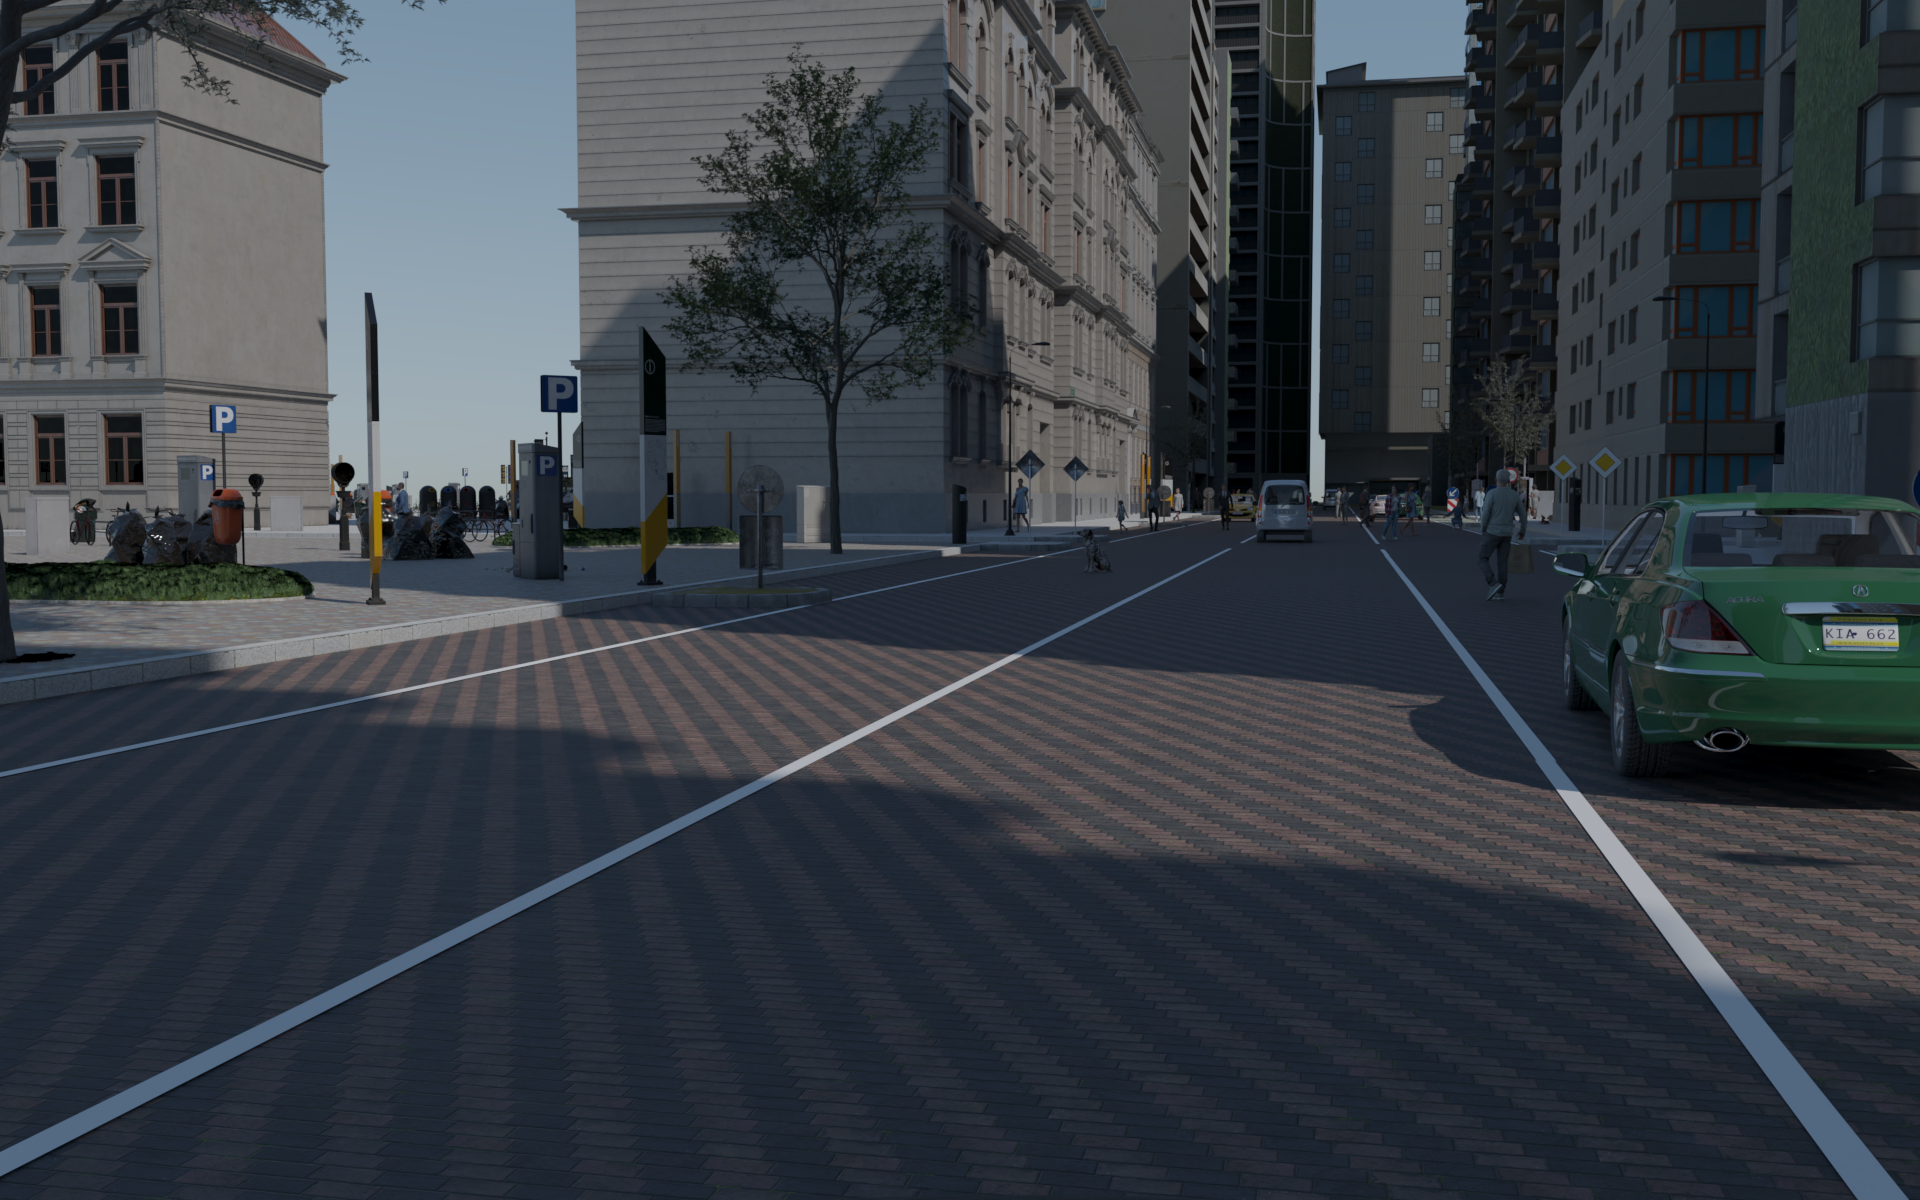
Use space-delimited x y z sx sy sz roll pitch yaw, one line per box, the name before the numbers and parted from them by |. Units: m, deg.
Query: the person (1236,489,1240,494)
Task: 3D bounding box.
person | 30.098 -11.077 187.239 0.705 1.812 1.348 -1 4 -15

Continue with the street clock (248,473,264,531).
street clock | -24.705 -3.441 60.830 0.471 2.002 0.358 0 4 -3

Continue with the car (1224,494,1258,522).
car | 14.709 -4.921 90.676 2.015 1.641 3.980 1 4 14

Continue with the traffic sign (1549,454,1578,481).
traffic sign | 17.376 -2.916 49.864 0.795 2.593 0.064 1 4 12

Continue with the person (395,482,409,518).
person | -17.499 -2.791 54.323 0.419 1.800 0.721 -1 4 -14

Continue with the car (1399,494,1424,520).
car | 24.931 -5.194 96.721 2.131 1.459 4.920 1 4 14

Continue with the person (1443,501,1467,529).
person | 20.469 -3.522 71.583 1.012 1.151 0.738 1 4 13

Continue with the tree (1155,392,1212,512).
tree | 16.393 -10.673 124.867 4.360 8.622 3.978 0 3 0

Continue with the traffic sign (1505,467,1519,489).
traffic sign | 26.388 -5.076 83.097 0.768 2.556 0.104 1 4 16

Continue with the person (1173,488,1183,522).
person | 10.794 -4.701 86.108 0.466 1.731 0.760 -2 4 -33

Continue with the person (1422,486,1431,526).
person | 20.951 -4.235 77.927 0.537 1.800 0.526 -2 4 -35

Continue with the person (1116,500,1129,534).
person | 5.865 -3.016 62.825 0.382 1.210 0.505 3 5 41

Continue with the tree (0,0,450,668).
tree | -7.596 -6.271 12.905 12.009 13.543 11.850 0 3 0

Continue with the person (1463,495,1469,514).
person | 32.559 -6.128 111.251 0.382 1.210 0.505 -2 4 -27

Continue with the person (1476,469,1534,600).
person | 7.425 -0.888 23.511 0.782 1.767 0.515 -1 4 -15

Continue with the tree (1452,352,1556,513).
tree | 28.733 -8.555 90.230 4.360 8.622 3.978 0 3 0

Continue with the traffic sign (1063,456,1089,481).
traffic sign | 3.514 -3.102 52.908 0.795 2.593 0.064 1 4 12

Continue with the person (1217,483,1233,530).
person | 10.527 -3.698 68.742 0.659 1.850 0.755 0 4 7

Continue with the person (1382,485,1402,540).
person | 13.516 -2.740 54.136 0.563 1.720 0.643 -1 4 -15

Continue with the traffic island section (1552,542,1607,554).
traffic island section | 15.693 -1.215 42.141 2.009 0.180 2.903 1 4 12

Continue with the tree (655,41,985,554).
tree | -2.954 -6.260 36.759 7.601 10.594 8.767 -2 4 -35

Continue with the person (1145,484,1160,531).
person | 7.419 -3.540 66.564 0.592 1.802 0.473 1 4 15

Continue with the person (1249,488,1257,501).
person | 19.234 -6.458 114.053 0.622 1.834 0.822 -3 5 -40

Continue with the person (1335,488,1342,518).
person | 22.520 -5.766 102.959 0.511 1.800 0.466 -1 4 -11

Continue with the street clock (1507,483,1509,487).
street clock | 30.146 -5.553 95.365 0.358 2.002 0.471 0 4 3

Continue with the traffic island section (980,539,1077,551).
traffic island section | 1.781 -1.401 45.179 2.009 0.180 2.903 1 4 12

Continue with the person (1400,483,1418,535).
person | 15.490 -3.130 59.772 0.616 1.811 0.778 -3 5 -42

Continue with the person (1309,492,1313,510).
person | 14.392 -3.710 71.759 0.503 1.515 0.523 1 4 23

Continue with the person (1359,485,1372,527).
person | 17.493 -4.059 74.823 0.822 1.834 0.622 -2 4 -26

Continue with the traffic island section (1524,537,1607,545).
traffic island section | 17.401 -1.692 49.942 2.009 0.180 2.903 1 4 12

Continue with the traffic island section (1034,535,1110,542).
traffic island section | 3.489 -1.878 52.980 2.009 0.180 2.903 1 4 12

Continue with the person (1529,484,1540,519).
person | 29.625 -5.077 89.407 0.716 1.782 0.532 -2 4 -34

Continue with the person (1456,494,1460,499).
person | 34.216 -6.664 119.285 0.394 1.301 0.425 1 4 18

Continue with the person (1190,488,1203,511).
person | 17.853 -7.591 130.706 0.990 1.755 0.434 1 4 19

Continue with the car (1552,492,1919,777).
car | 4.579 0.112 9.970 2.131 1.459 4.920 1 4 14

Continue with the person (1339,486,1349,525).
person | 17.911 -4.413 80.929 0.520 1.790 0.573 2 4 35

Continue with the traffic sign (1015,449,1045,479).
traffic sign | 1.806 -2.625 45.107 0.795 2.593 0.064 1 4 12

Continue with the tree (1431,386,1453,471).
tree | 33.603 -10.087 115.287 4.360 8.622 3.978 0 3 0

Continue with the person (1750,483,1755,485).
person | 23.399 -2.648 51.151 0.589 1.601 0.330 3 4 39

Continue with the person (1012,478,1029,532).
person | 2.029 -3.158 57.769 0.616 1.811 0.778 3 4 39

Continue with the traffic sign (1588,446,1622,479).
traffic sign | 15.669 -2.439 42.063 0.795 2.593 0.064 1 4 12

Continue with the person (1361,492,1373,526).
person | 18.194 -4.057 77.426 0.523 1.515 0.503 1 4 15

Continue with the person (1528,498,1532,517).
person | 31.601 -5.462 96.098 0.466 1.731 0.760 0 4 -2

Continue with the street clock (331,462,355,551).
street clock | -13.980 -2.123 39.287 0.471 2.002 0.358 -3 4 -38

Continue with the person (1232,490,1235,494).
person | 29.155 -10.836 183.931 0.721 1.743 1.217 0 4 8

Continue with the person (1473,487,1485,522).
person | 26.358 -4.845 87.976 0.793 1.790 0.793 -3 5 -44
